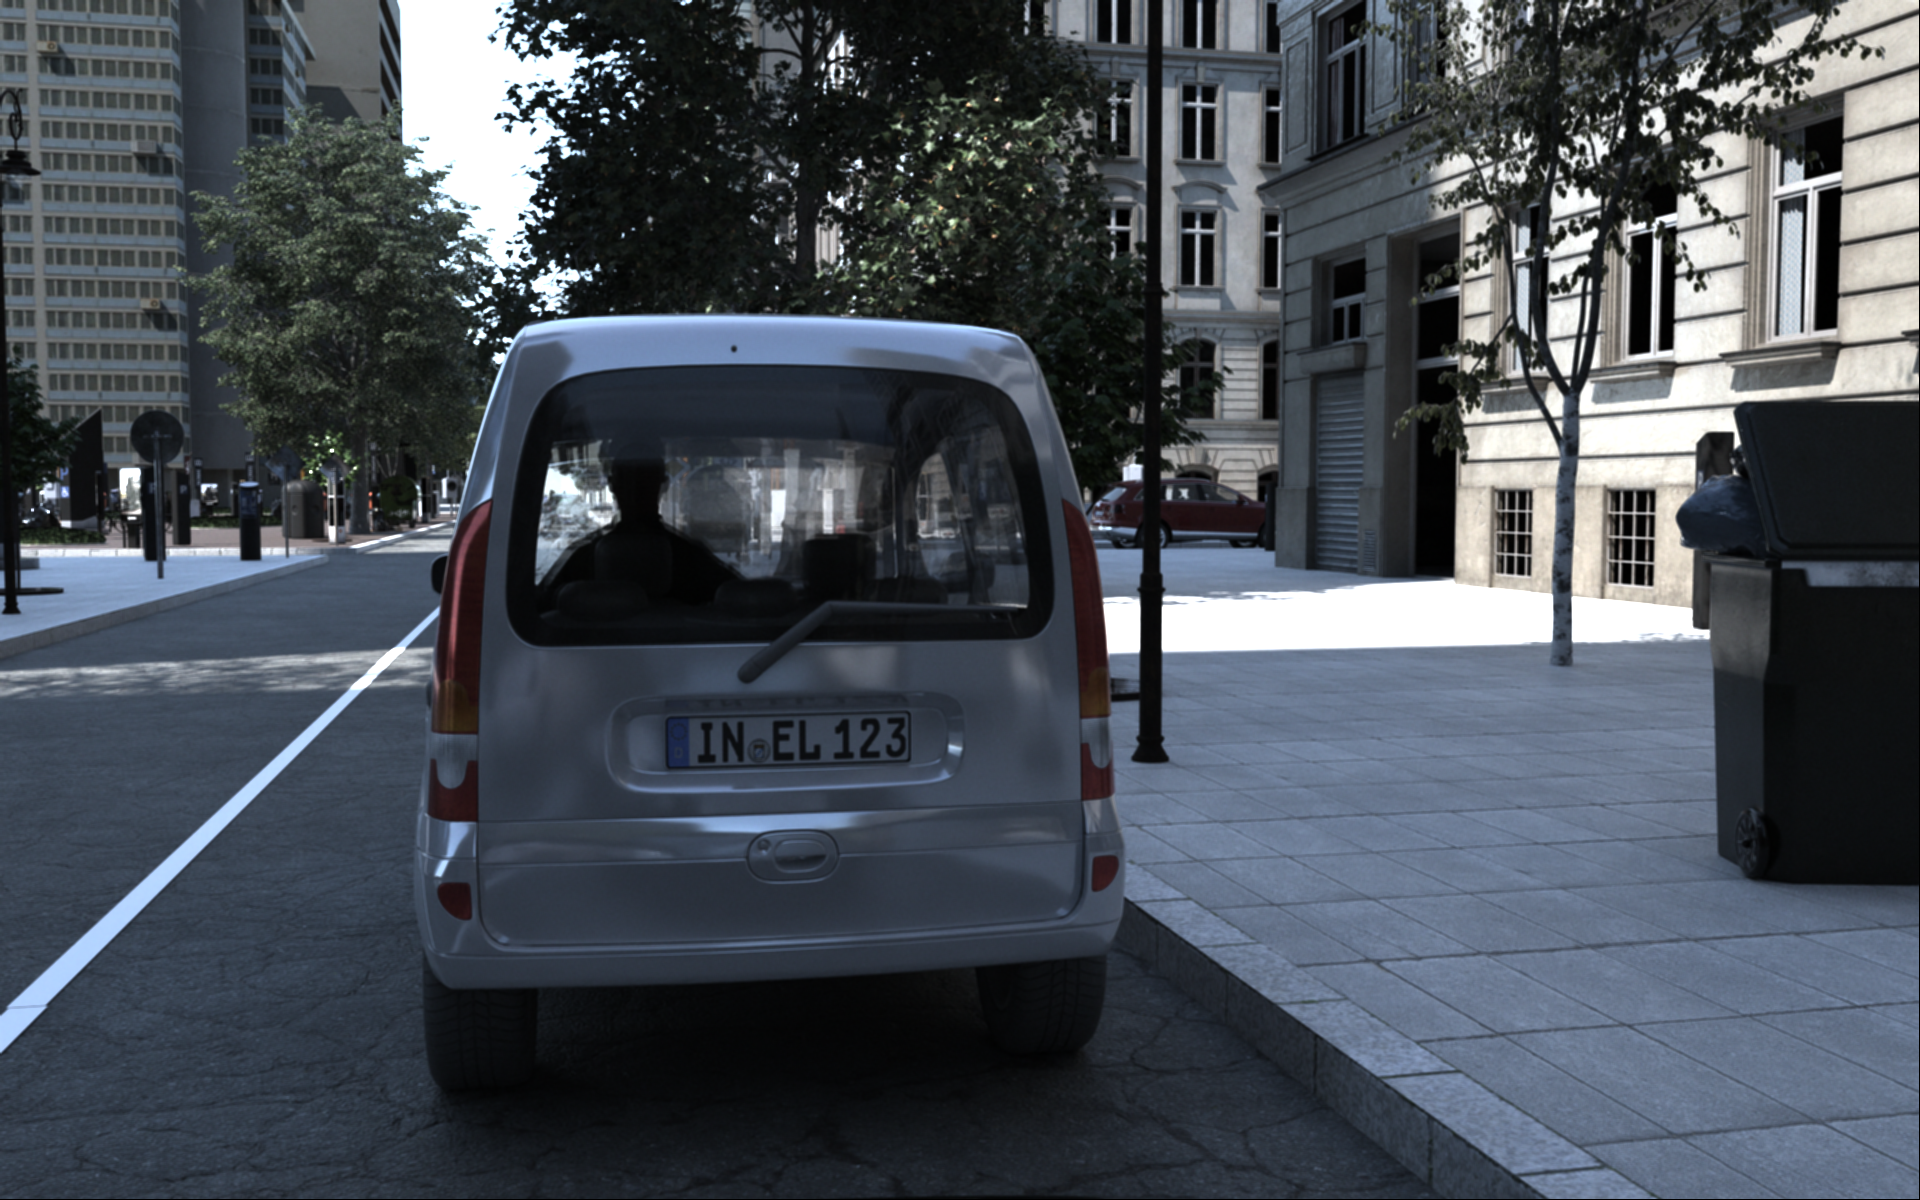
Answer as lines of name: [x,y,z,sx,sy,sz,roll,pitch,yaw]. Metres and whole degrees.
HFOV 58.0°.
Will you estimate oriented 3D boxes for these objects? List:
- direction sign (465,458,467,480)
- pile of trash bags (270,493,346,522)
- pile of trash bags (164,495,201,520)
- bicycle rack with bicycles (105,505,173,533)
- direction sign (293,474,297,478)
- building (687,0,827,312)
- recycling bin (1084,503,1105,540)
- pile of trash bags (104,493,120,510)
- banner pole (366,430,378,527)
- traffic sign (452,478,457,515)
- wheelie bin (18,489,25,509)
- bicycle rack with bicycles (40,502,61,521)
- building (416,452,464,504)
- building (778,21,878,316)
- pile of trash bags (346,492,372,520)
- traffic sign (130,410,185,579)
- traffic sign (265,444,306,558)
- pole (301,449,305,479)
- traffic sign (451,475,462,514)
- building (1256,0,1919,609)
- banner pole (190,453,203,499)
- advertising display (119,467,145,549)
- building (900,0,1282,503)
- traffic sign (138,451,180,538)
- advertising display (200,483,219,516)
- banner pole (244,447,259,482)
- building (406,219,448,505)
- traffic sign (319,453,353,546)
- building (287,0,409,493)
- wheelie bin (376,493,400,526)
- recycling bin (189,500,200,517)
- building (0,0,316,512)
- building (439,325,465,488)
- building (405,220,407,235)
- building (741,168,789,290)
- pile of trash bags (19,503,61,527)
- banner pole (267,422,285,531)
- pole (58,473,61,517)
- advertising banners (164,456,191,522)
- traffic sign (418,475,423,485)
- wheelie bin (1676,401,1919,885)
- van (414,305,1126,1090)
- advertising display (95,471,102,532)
direction sign: [-30.192,-6.966,105.885,0.379,3.537,0.876,-1,4,-15]
pile of trash bags: [-30.655,-4.340,80.714,3.447,1.369,1.912,2,4,32]
pile of trash bags: [-38.094,-4.527,83.766,1.912,1.369,3.447,0,4,-2]
bicycle rack with bicycles: [-27.152,-2.700,57.527,2.852,0.926,2.925,3,5,40]
direction sign: [-33.446,-5.762,86.208,0.876,3.537,0.379,-3,5,-40]
building: [-16.832,-28.514,149.790,14.154,41.232,14.086,-1,4,-13]
recycling bin: [3.609,-2.208,48.660,0.722,1.027,0.722,-2,4,-31]
pile of trash bags: [-46.111,-5.261,95.763,3.447,1.369,1.912,0,4,3]
banner pole: [-22.859,-4.725,67.275,0.401,3.779,0.863,1,4,15]
traffic sign: [-31.496,-6.437,107.370,0.606,2.300,0.079,-1,4,-13]
wheelie bin: [-42.941,-4.337,78.821,0.980,1.594,0.693,0,4,2]
bicycle rack with bicycles: [-44.014,-4.200,82.045,2.925,0.926,2.852,1,4,20]
building: [-83.256,-24.005,237.518,27.650,21.520,28.899,-1,4,-13]
building: [-1.166,-17.562,84.396,12.463,27.353,25.104,-1,4,-13]
pile of trash bags: [-30.951,-4.743,87.295,3.447,1.369,1.912,-3,4,-37]
traffic sign: [-12.154,-1.599,26.256,0.768,2.556,0.104,-1,4,-12]
traffic sign: [-13.541,-1.906,34.813,0.795,2.450,0.064,-1,4,-13]
pole: [-29.943,-5.206,78.953,0.158,3.312,0.155,0,3,0]
traffic sign: [-33.207,-6.973,114.115,0.768,2.556,0.104,-1,4,-11]
building: [15.829,-11.276,17.644,16.112,22.955,30.059,-1,4,-13]
banner pole: [-46.162,-7.012,104.660,0.863,3.779,0.401,-3,4,-36]
advertising display: [-19.556,-2.186,40.957,0.974,1.923,0.123,2,4,35]
building: [15.429,-15.026,64.752,34.723,24.649,14.460,-1,4,-13]
traffic sign: [-13.738,-1.810,29.693,0.768,2.556,0.104,0,4,-6]
advertising display: [-43.739,-5.855,100.950,0.974,1.923,0.123,-1,4,-12]
banner pole: [-37.305,-6.206,91.477,0.863,3.779,0.401,-3,4,-36]
building: [-79.853,-31.728,210.641,32.217,40.220,23.993,-1,4,-13]
traffic sign: [-15.338,-2.382,42.594,0.795,2.450,0.064,-1,4,-13]
building: [-58.592,-31.903,145.310,21.300,48.544,21.600,-1,4,-13]
wheelie bin: [-22.797,-3.746,69.157,0.980,1.594,0.693,-2,4,-29]
recycling bin: [-33.891,-3.888,76.126,0.722,1.027,0.722,-3,5,-41]
building: [-59.665,-26.305,121.966,32.217,40.220,23.993,-1,4,-13]
building: [-81.963,-29.887,260.348,14.160,30.474,14.107,-1,4,-13]
building: [-60.011,-23.983,163.823,14.160,30.474,14.107,-1,4,-13]
building: [-7.010,-16.331,108.813,13.314,21.916,24.055,-1,4,-13]
pile of trash bags: [-32.318,-3.000,58.804,3.447,1.369,1.912,0,4,7]
banner pole: [-23.546,-4.269,59.820,0.401,3.779,0.863,3,5,40]
pole: [-50.124,-6.273,96.410,0.158,3.312,0.155,0,3,0]
advertising banners: [-35.262,-5.014,78.162,0.090,3.025,2.074,1,4,8]
traffic sign: [-33.050,-6.536,106.860,0.884,2.594,0.081,0,4,-5]
wheelie bin: [2.924,0.123,5.904,0.980,1.594,0.693,0,4,4]
van: [-0.743,0.083,5.651,2.013,2.044,4.112,-1,4,-11]
advertising display: [-24.593,-2.707,49.469,0.123,1.923,0.974,-2,4,-28]
